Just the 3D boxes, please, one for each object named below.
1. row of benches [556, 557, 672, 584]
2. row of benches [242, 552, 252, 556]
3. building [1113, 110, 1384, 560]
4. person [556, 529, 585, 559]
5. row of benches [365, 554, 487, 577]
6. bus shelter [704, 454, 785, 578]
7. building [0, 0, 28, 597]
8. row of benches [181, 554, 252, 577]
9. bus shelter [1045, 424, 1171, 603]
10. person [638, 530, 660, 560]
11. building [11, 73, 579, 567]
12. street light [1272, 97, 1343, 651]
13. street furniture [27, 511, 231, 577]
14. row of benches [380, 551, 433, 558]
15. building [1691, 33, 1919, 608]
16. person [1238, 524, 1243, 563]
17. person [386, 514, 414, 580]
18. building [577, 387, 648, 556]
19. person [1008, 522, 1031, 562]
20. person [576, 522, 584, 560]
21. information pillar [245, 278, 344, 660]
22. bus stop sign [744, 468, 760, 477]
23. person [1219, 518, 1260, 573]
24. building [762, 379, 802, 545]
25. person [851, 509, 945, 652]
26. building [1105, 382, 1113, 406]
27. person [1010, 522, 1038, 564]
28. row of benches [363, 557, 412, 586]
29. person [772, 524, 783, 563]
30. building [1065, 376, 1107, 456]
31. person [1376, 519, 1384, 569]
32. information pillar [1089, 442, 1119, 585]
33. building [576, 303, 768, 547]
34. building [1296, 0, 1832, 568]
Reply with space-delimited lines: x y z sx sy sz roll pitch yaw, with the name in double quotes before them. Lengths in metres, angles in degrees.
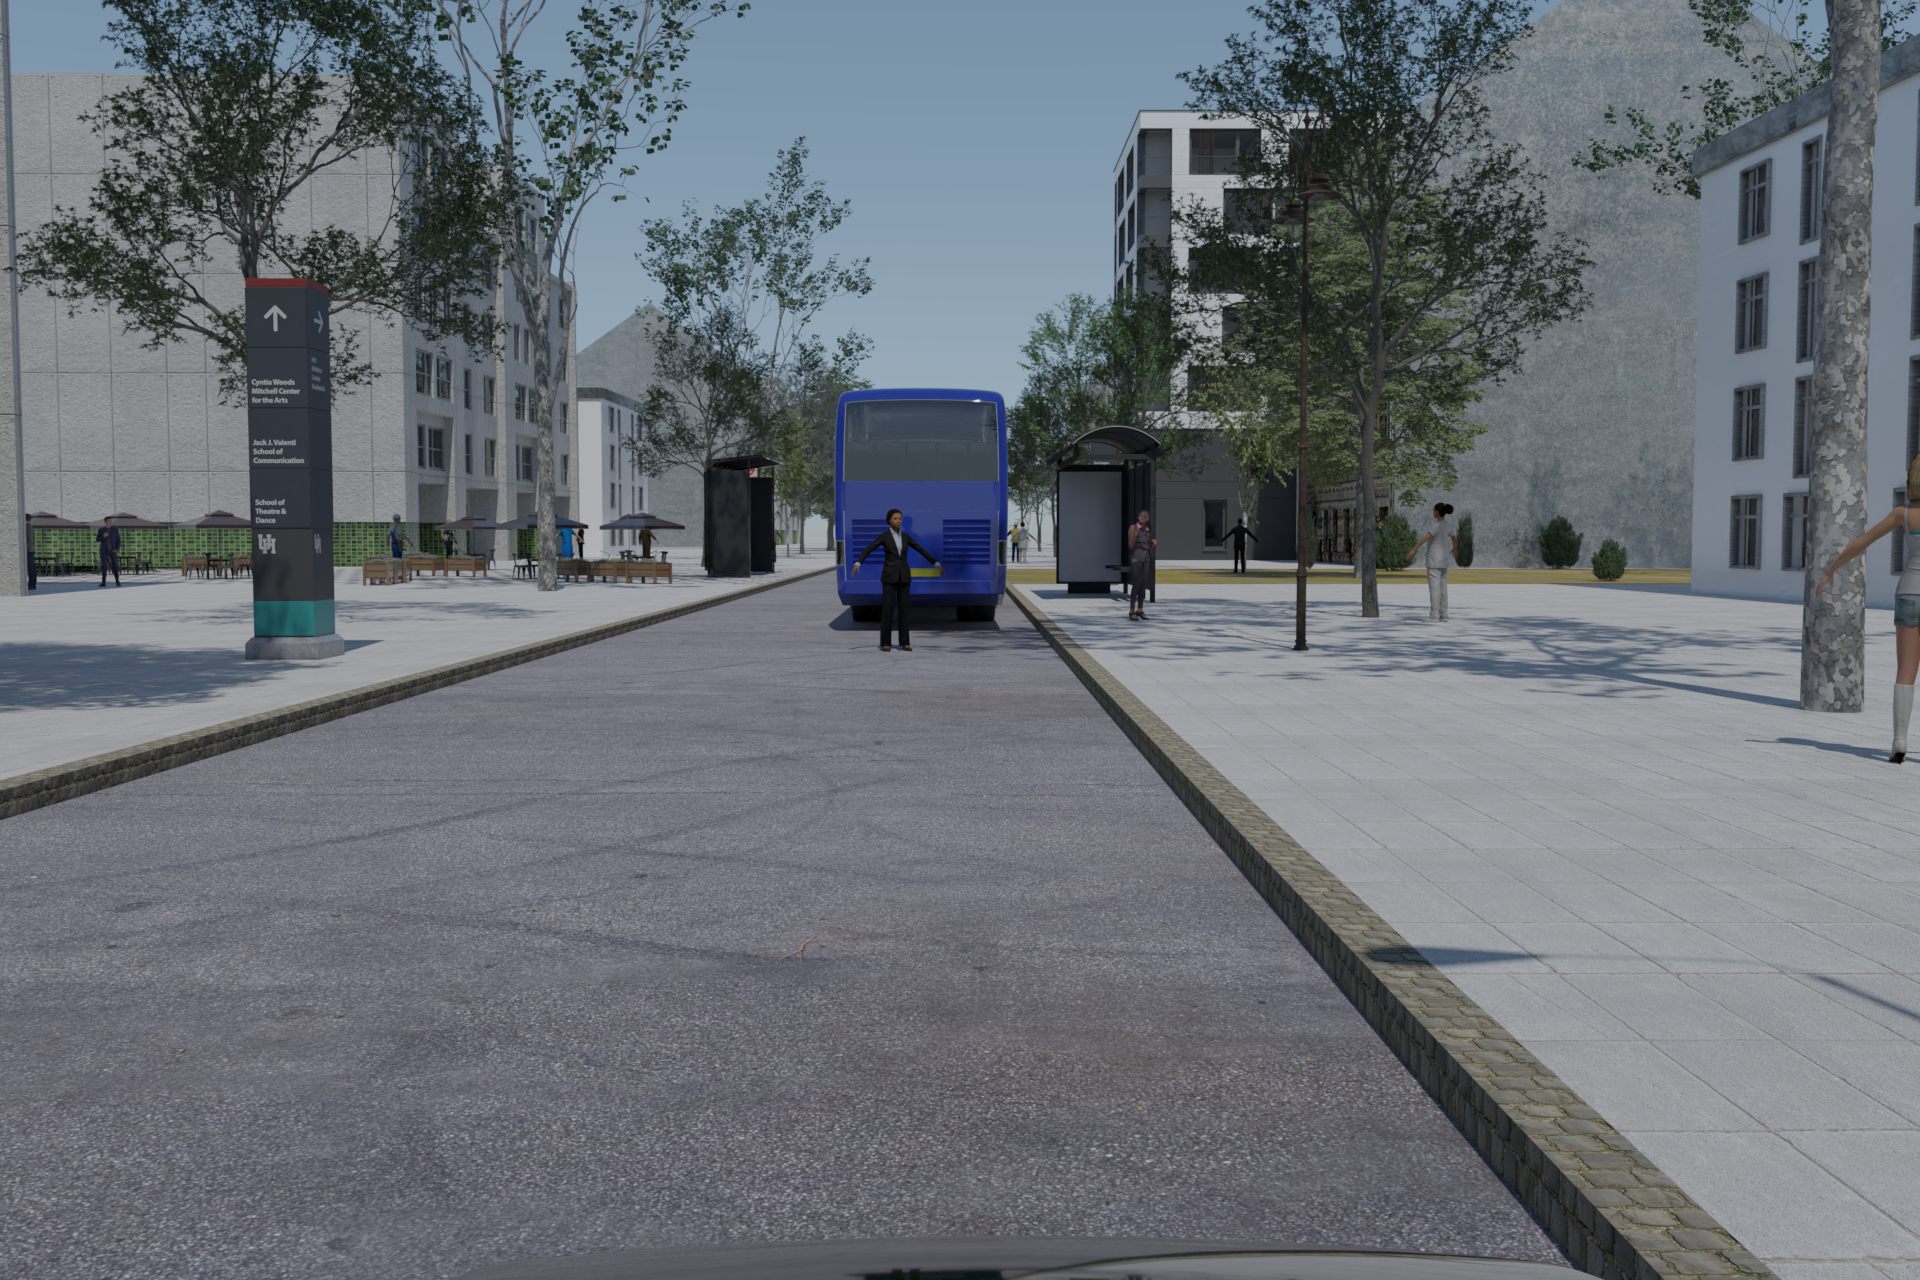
"row of benches" -9.284 -1.843 45.601 4.104 0.672 1.422 2 4 35
"row of benches" -23.617 -2.719 59.917 1.422 0.672 4.104 0 4 8
"building" 22.559 -15.665 100.092 27.936 21.610 32.646 0 3 0
"person" -14.374 -3.504 63.419 1.347 1.817 0.704 -3 5 -41
"row of benches" -16.314 -2.274 52.646 4.104 0.672 1.422 1 4 20
"bus shelter" -6.625 -3.824 53.813 1.731 3.624 6.357 0 4 1
"building" -27.595 -9.358 19.462 16.747 18.905 31.486 0 3 0
"row of benches" -21.737 -2.321 53.405 4.104 0.672 1.422 -2 4 -31
"bus shelter" 2.875 -2.500 34.791 2.014 3.302 5.546 0 4 0
"person" -11.771 -3.613 65.217 0.704 1.812 1.346 -3 5 -43
"building" -30.049 -13.223 82.653 16.747 18.905 31.486 0 4 0
"street light" 3.762 -2.823 18.947 0.468 5.910 1.993 0 4 0
"street furniture" -32.022 -2.737 49.782 14.083 1.986 27.439 0 4 2
"row of benches" -19.634 -2.799 61.219 1.422 0.672 4.104 0 4 2
"building" 20.605 -5.014 24.131 9.099 9.664 28.070 0 4 0
"person" 12.236 -4.228 75.935 0.721 1.733 1.217 1 4 20
"person" -15.845 -2.629 48.834 1.347 1.847 0.705 3 5 41
"building" -24.816 -10.468 113.294 9.099 9.664 28.070 0 4 1
"person" 2.546 -4.448 78.691 1.349 1.833 0.705 1 4 16
"person" -17.120 -4.395 78.046 0.705 1.806 1.347 -1 4 -21
"information pillar" -6.906 -1.744 17.894 0.750 3.857 0.750 0 4 -1
"bus stop sign" -7.128 -4.335 59.585 0.855 3.939 0.416 0 4 0
"person" 9.154 -3.089 56.724 1.346 1.802 0.704 0 4 1
"building" -29.001 -21.117 211.713 16.747 18.905 31.486 0 4 0
"person" -0.757 -0.730 21.117 1.216 1.740 0.721 -1 4 -22
"building" 20.572 -20.021 183.768 16.016 20.090 11.380 0 4 0
"person" 2.729 -4.206 74.949 1.347 1.806 0.705 2 4 31
"row of benches" -14.833 -1.800 44.900 1.422 0.672 4.104 -1 4 -9
"person" -8.404 -4.360 77.414 1.348 1.813 0.705 -3 5 -43
"building" 21.741 -22.333 196.070 19.493 23.208 18.063 0 4 0
"person" 15.390 -3.517 63.435 0.705 1.837 1.347 2 4 34
"information pillar" 3.584 -3.309 43.484 0.750 3.857 0.750 0 4 0
"building" -29.564 -20.985 174.039 19.493 23.208 18.063 0 4 -1
"building" 25.494 -14.848 73.699 19.493 23.208 18.063 0 3 0
